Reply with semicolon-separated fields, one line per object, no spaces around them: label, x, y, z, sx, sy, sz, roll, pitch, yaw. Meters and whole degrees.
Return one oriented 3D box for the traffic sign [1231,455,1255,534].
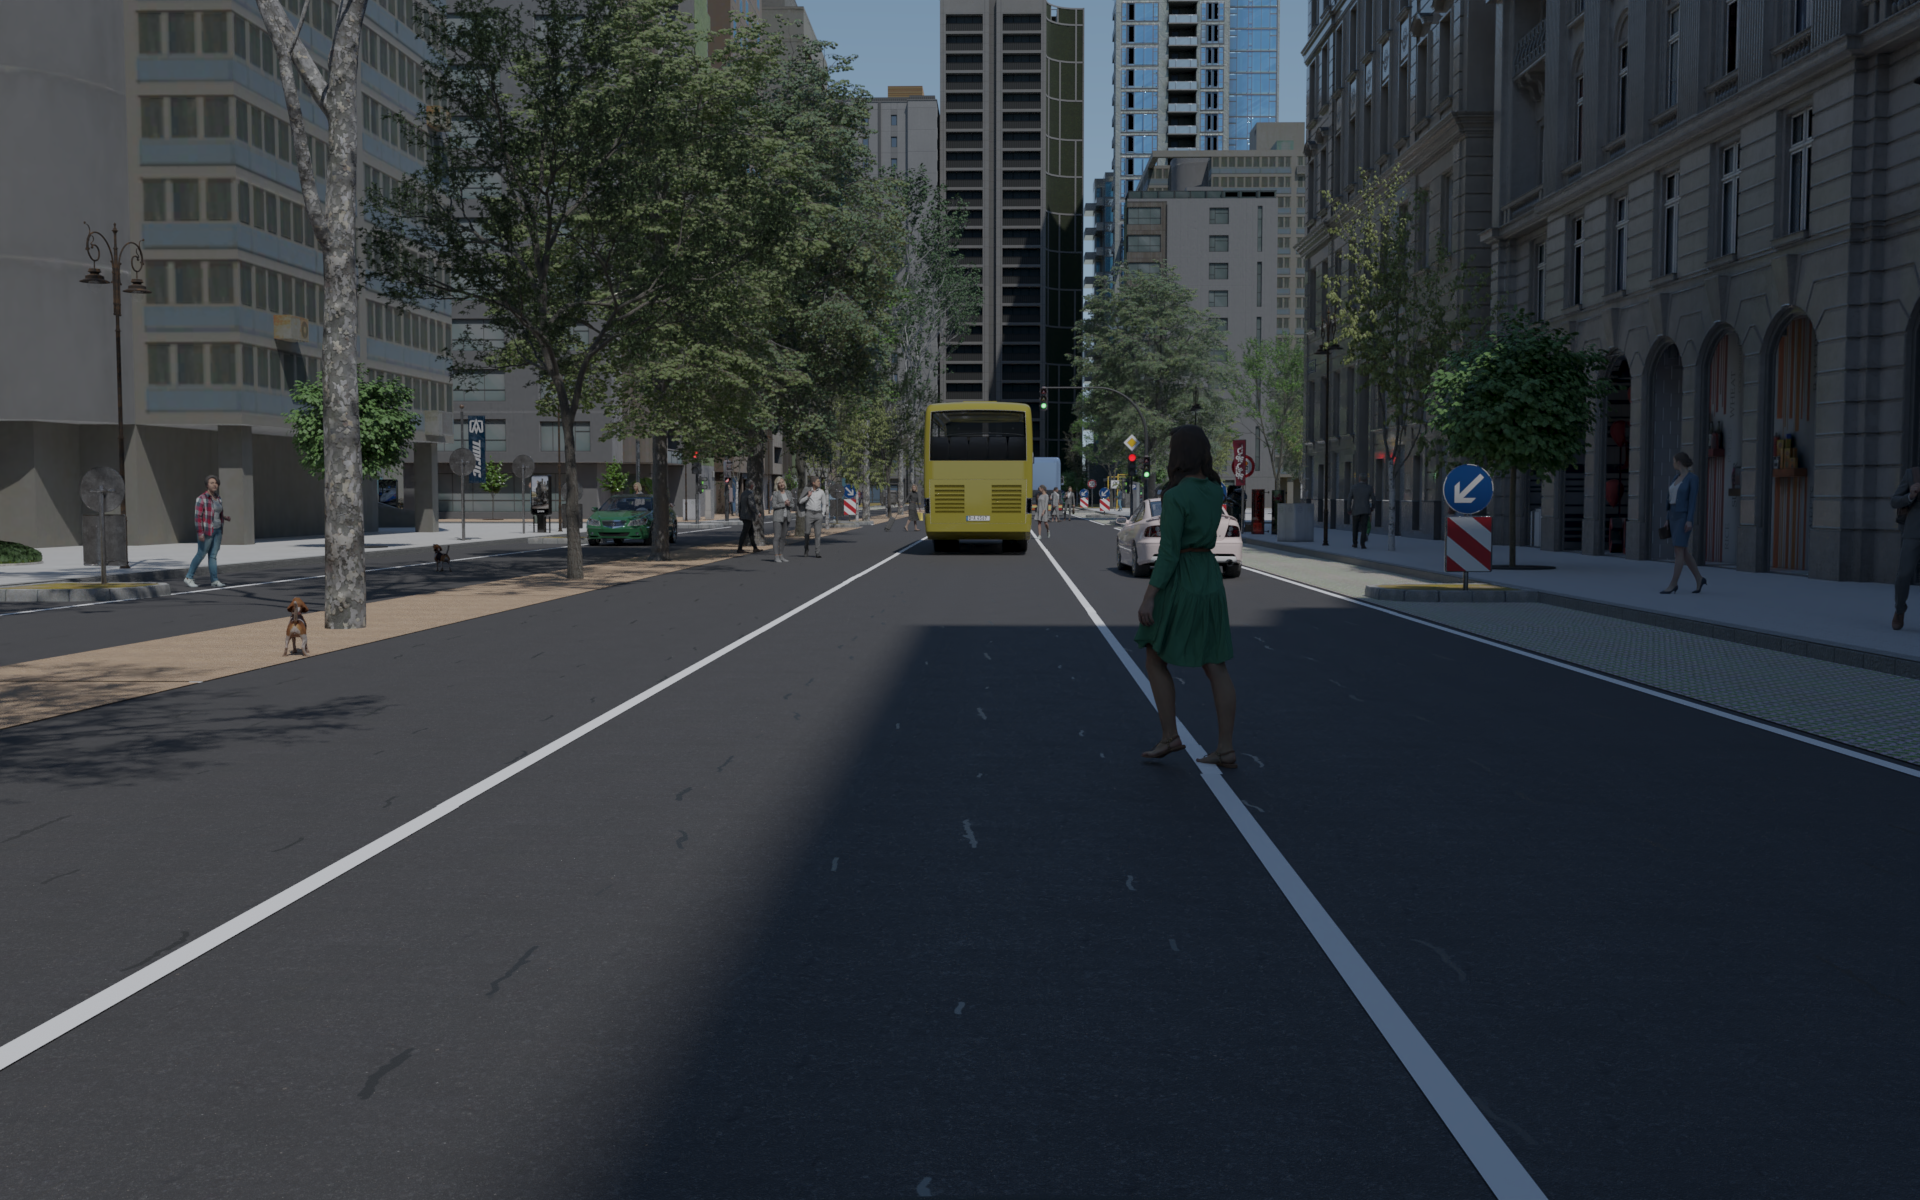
traffic sign;9.133;-3.413;55.916;0.768;2.556;0.104;0;4;3

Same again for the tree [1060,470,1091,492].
tree;14.234;-15.058;229.917;4.285;4.588;4.351;0;3;0

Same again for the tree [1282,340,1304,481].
tree;29.613;-14.370;141.601;9.857;13.997;8.962;0;3;0

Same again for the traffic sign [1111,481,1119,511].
traffic sign;11.602;-7.802;129.686;0.606;2.300;0.079;1;4;9

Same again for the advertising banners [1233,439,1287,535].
advertising banners;9.504;-3.601;55.056;2.074;3.025;0.090;3;5;45

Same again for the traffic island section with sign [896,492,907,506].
traffic island section with sign;-7.461;-12.406;211.457;1.989;1.847;2.006;0;4;1

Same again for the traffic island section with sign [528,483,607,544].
traffic island section with sign;-11.501;-2.592;51.001;1.989;1.847;2.006;0;4;1

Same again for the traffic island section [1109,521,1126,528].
traffic island section;8.088;-3.622;81.501;2.009;0.180;2.903;0;4;1

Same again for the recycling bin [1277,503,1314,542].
recycling bin;9.051;-2.088;46.696;0.722;1.027;0.722;-2;4;-32

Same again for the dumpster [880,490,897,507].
dumpster;-8.006;-11.352;193.812;1.865;1.857;1.264;0;4;0

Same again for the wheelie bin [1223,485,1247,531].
wheelie bin;9.599;-3.209;60.377;0.980;1.594;0.693;-3;5;-40

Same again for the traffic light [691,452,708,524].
traffic light;-11.209;-5.196;73.869;0.839;4.253;0.868;0;4;1

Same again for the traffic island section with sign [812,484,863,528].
traffic island section with sign;-5.327;-4.034;74.090;2.006;1.907;1.989;0;4;1

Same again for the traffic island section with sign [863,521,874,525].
traffic island section with sign;-5.131;-4.487;81.494;2.006;1.907;1.989;0;4;1

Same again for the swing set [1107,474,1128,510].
swing set;14.546;-9.631;155.084;3.119;2.851;2.862;0;4;3

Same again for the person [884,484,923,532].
person;-2.158;-3.533;66.489;1.509;1.804;0.699;-1;4;-9

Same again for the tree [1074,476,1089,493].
tree;12.875;-11.553;183.500;1.663;3.219;1.824;0;3;0

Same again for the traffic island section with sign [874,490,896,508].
traffic island section with sign;-8.132;-10.754;184.449;1.989;1.847;2.006;0;4;1

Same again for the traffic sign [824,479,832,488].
traffic sign;-11.207;-8.982;146.966;0.768;2.556;0.104;0;4;3

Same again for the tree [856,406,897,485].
tree;-10.230;-17.308;201.114;7.486;12.596;7.792;0;3;0

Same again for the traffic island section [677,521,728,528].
traffic island section;-11.249;-3.164;74.005;2.009;0.180;2.903;0;4;1

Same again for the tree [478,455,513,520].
tree;-23.204;-5.572;85.711;1.663;3.219;1.824;0;3;0

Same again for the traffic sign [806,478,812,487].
traffic sign;-11.936;-8.473;138.541;0.884;2.594;0.081;1;4;10

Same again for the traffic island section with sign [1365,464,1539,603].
traffic island section with sign;6.635;-0.921;23.688;1.989;1.847;2.006;0;4;1

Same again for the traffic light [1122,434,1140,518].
traffic light;8.048;-5.656;81.388;0.839;4.253;0.868;0;4;1

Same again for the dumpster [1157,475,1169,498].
dumpster;10.156;-4.851;81.800;1.502;2.255;1.985;0;4;1

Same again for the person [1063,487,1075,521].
person;5.818;-5.145;92.578;0.622;1.834;0.822;0;4;-4

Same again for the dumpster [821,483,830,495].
dumpster;-11.531;-8.733;145.278;1.502;2.255;1.985;0;4;2

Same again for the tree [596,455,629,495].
tree;-17.227;-5.582;85.859;1.663;3.219;1.824;0;3;0

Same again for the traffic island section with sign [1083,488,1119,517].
traffic island section with sign;8.724;-5.971;106.246;1.989;1.847;2.006;0;4;1

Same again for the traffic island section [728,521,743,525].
traffic island section;-11.047;-3.652;81.987;2.009;0.180;2.903;0;4;1

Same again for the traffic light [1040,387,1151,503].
traffic light;5.753;-6.034;73.317;4.771;5.953;1.251;0;4;1

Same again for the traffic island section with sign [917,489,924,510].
traffic island section with sign;-3.246;-9.081;156.609;2.006;1.907;1.989;0;4;1

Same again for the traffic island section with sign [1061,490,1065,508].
traffic island section with sign;10.653;-10.684;183.308;1.989;1.847;2.006;0;4;1

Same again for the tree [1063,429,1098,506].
tree;12.912;-14.566;188.517;4.360;8.622;3.978;0;3;0

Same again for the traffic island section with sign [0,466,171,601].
traffic island section with sign;-12.182;-0.944;24.055;1.989;1.847;2.006;0;4;1

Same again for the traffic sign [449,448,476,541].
traffic sign;-13.685;-2.908;47.647;0.768;2.556;0.104;0;4;7

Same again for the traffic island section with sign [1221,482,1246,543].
traffic island section with sign;7.331;-2.594;51.035;1.989;1.847;2.006;0;4;1

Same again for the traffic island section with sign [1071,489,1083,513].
traffic island section with sign;9.398;-7.619;133.193;1.989;1.847;2.006;0;4;1

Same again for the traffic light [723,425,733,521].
traffic light;-8.914;-6.555;81.834;4.771;5.953;1.251;0;4;1

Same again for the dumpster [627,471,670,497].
dumpster;-13.291;-4.359;73.764;1.502;2.255;1.985;0;4;1

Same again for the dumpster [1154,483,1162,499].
dumpster;10.104;-4.784;83.970;1.264;1.857;1.865;0;4;1

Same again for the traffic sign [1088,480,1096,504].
traffic sign;11.671;-9.352;153.008;0.768;2.556;0.104;0;4;7

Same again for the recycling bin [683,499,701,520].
recycling bin;-13.116;-4.408;84.631;0.722;1.027;0.722;0;4;6

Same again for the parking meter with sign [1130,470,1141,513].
parking meter with sign;10.721;-6.704;105.864;0.543;3.016;1.738;1;4;20

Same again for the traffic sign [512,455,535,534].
traffic sign;-14.123;-3.419;56.009;0.768;2.556;0.104;1;4;9

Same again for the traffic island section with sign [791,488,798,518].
traffic island section with sign;-10.088;-5.991;106.574;1.989;1.847;2.006;0;4;1
